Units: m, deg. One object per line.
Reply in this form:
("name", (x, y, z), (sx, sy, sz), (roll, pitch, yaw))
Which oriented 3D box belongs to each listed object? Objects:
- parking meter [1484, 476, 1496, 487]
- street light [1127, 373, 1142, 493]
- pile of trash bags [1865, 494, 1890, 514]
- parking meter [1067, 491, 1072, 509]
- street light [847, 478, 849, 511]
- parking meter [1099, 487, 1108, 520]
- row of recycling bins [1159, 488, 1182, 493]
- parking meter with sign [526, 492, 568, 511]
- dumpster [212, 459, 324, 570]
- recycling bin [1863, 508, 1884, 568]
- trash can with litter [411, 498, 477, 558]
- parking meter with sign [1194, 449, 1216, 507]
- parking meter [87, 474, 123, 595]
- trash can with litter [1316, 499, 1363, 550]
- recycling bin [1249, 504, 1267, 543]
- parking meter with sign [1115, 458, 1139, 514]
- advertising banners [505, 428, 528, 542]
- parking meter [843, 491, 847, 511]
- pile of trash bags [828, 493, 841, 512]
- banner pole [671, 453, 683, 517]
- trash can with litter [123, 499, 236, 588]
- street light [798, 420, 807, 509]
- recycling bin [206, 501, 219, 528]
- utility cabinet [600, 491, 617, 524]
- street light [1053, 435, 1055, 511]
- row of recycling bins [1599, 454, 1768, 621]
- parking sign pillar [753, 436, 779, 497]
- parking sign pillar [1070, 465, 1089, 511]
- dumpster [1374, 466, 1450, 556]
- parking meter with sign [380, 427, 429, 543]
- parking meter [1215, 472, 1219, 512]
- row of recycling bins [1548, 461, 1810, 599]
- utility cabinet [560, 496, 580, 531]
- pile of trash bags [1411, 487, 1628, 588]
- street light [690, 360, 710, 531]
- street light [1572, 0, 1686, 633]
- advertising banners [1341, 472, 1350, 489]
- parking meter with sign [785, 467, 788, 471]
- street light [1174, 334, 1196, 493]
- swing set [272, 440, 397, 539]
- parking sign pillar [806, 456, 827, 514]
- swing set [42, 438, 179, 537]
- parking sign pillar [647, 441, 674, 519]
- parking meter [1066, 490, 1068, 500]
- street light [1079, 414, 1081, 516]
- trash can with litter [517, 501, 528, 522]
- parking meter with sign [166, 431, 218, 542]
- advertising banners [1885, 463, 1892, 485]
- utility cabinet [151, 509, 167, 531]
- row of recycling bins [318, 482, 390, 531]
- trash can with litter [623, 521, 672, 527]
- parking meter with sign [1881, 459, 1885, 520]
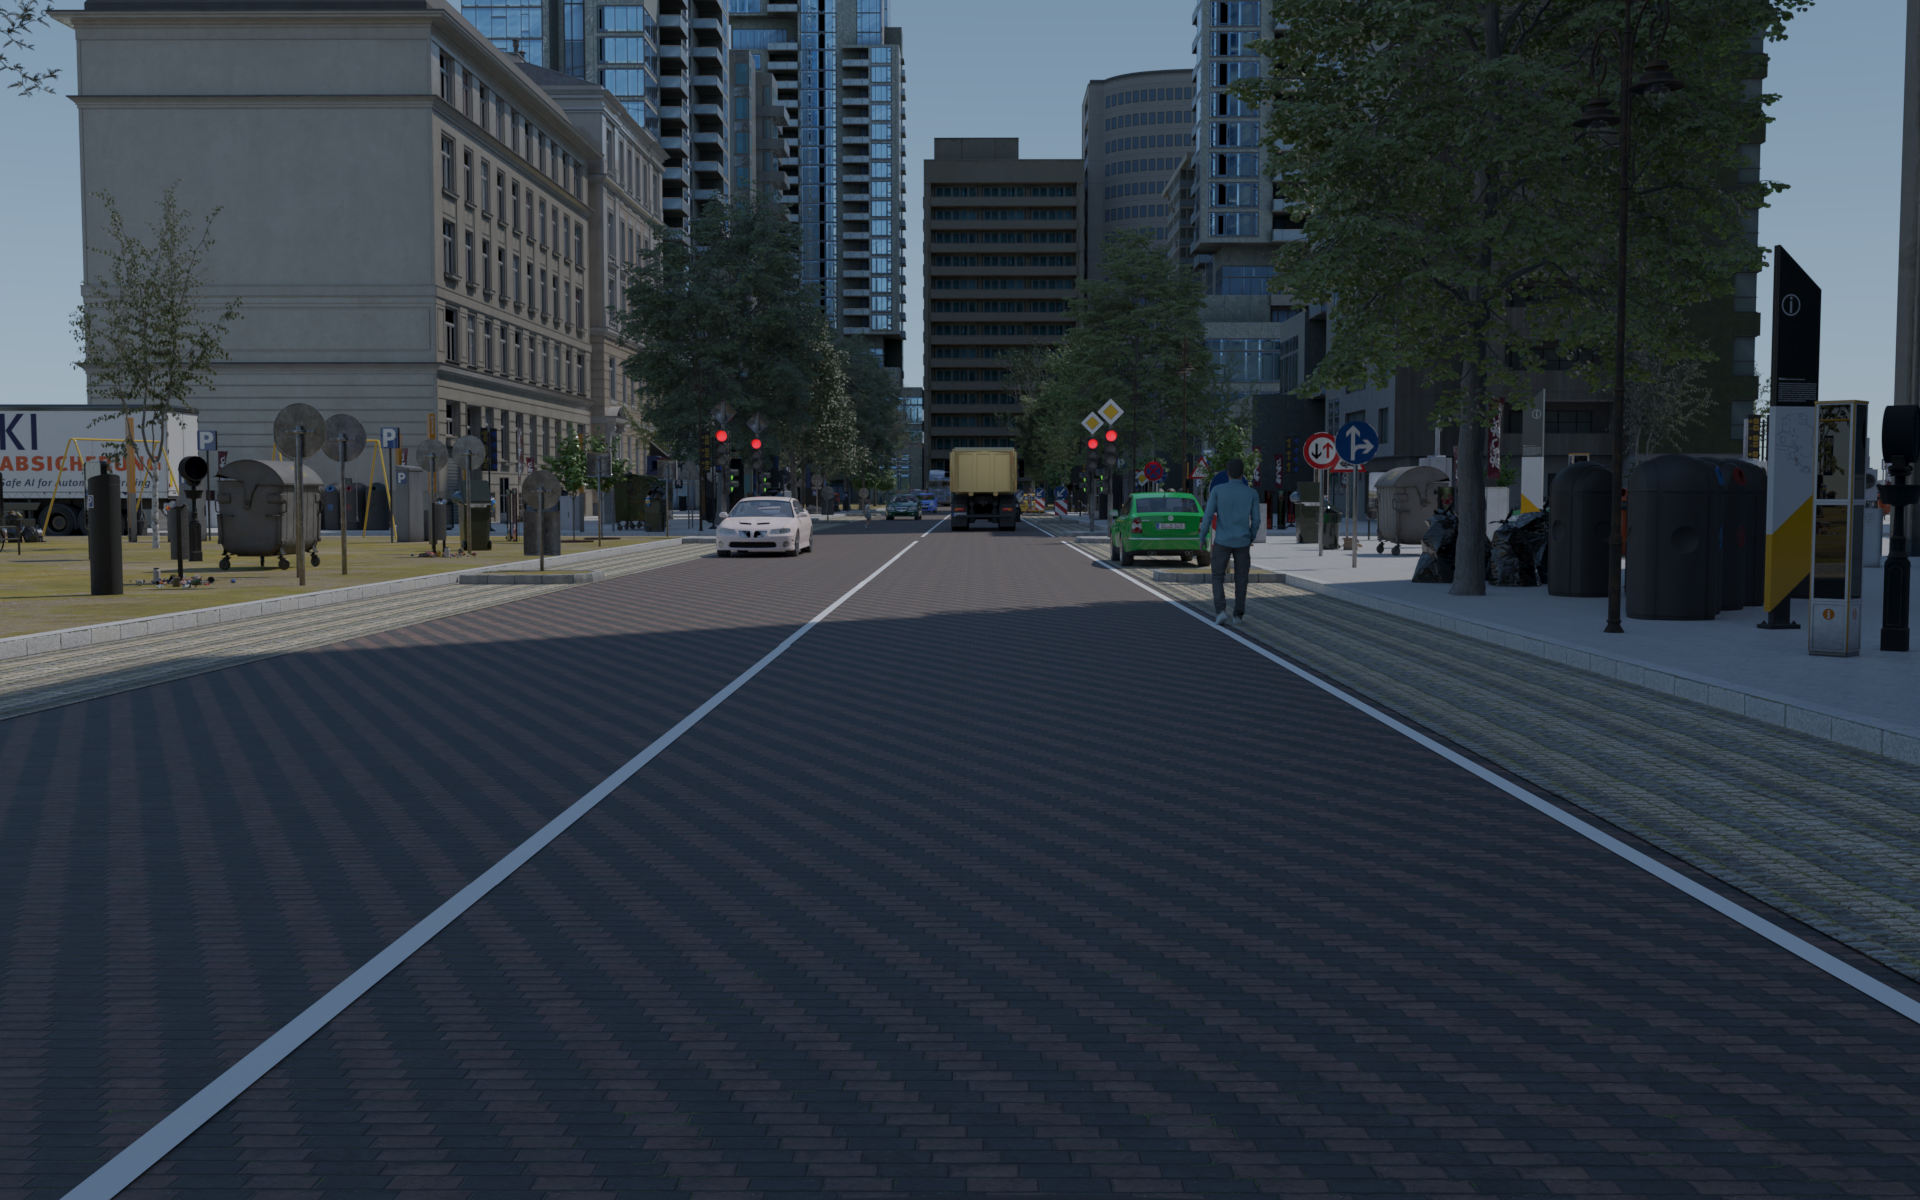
("parking meter", (15.702, -2.791, 51.351), (0.255, 1.863, 0.399), (0, 4, -4))
("street light", (6.586, -5.663, 65.377), (0.468, 5.910, 1.993), (0, 4, 1))
("pile of trash bags", (36.890, -3.747, 71.009), (3.447, 1.369, 1.912), (-2, 4, -24))
("parking meter", (7.840, -7.052, 123.709), (0.372, 1.533, 0.369), (0, 3, 0))
("street light", (-8.265, -9.472, 127.650), (0.468, 5.910, 1.993), (0, 4, 1))
("parking meter", (7.125, -4.917, 86.104), (0.399, 1.863, 0.255), (3, 5, 45))
("row of recycling bins", (14.990, -7.333, 127.007), (3.534, 1.692, 1.069), (2, 4, 25))
("parking meter with sign", (-16.413, -4.446, 68.954), (1.738, 3.016, 0.543), (1, 4, 10))
("dumpster", (-11.893, -1.472, 29.827), (1.264, 1.857, 1.865), (0, 4, 1))
("recycling bin", (15.883, -1.104, 30.611), (0.722, 1.027, 0.722), (2, 4, 31))
("trash can with litter", (-10.488, -1.509, 35.727), (1.678, 1.210, 2.233), (0, 4, 6))
("parking meter with sign", (9.279, -4.300, 66.572), (0.543, 3.016, 1.738), (2, 4, 26))
("parking meter", (-10.881, -0.834, 22.051), (0.372, 1.533, 0.369), (0, 3, 0))
("trash can with litter", (8.738, -1.742, 39.862), (1.055, 1.170, 0.624), (2, 4, 28))
("recycling bin", (7.657, -2.021, 45.593), (0.722, 1.027, 0.722), (0, 4, 1))
("parking meter with sign", (8.206, -5.316, 83.177), (0.543, 3.016, 1.738), (-2, 4, -33))
("advertising banners", (-11.989, -3.081, 46.569), (0.090, 3.025, 2.074), (-2, 4, -26))
("parking meter", (-8.752, -7.548, 131.817), (0.372, 1.533, 0.369), (0, 3, 0))
("pile of trash bags", (-9.431, -7.023, 124.574), (1.912, 1.369, 3.447), (1, 4, 18))
("banner pole", (-15.893, -6.540, 96.939), (0.863, 3.779, 0.401), (-2, 4, -28))
("trash can with litter", (-11.159, -0.822, 24.493), (1.678, 1.210, 2.233), (-1, 4, -23))
("street light", (-8.493, -7.397, 93.723), (0.468, 5.910, 1.993), (0, 4, 1))
("recycling bin", (-28.200, -3.247, 65.636), (0.722, 1.027, 0.722), (0, 4, 4))
("utility cabinet", (-14.943, -3.963, 73.471), (0.318, 1.500, 1.173), (1, 4, 15))
("street light", (7.300, -9.840, 133.672), (0.468, 5.910, 1.993), (0, 4, 1))
("row of recycling bins", (8.062, -0.725, 18.964), (1.069, 1.692, 3.534), (2, 4, 35))
("parking sign pillar", (-8.993, -5.482, 78.096), (1.447, 3.967, 1.447), (0, 4, 7))
("parking sign pillar", (8.978, -8.694, 130.621), (1.447, 3.967, 1.447), (2, 4, 24))
("dumpster", (9.565, -1.886, 36.592), (1.264, 1.857, 1.865), (0, 4, 1))
("parking meter with sign", (-14.629, -3.049, 46.114), (0.543, 3.016, 1.738), (1, 4, 19))
("parking meter", (6.857, -2.462, 45.959), (0.255, 1.863, 0.399), (1, 4, 13))
("row of recycling bins", (9.207, -0.885, 21.581), (3.534, 1.692, 1.069), (0, 4, 8))
("utility cabinet", (-13.826, -3.070, 61.355), (0.306, 1.237, 1.020), (-3, 4, -38))
("pile of trash bags", (8.101, -0.908, 24.591), (1.912, 1.369, 3.447), (-3, 4, -39))
("street light", (-8.971, -5.322, 59.798), (0.468, 5.910, 1.993), (0, 4, 1))
("street light", (6.060, -2.635, 15.874), (0.468, 5.910, 1.993), (0, 4, 1))
("advertising banners", (19.531, -5.406, 84.570), (2.074, 3.025, 0.090), (1, 4, 21))
("parking meter with sign", (-10.927, -6.907, 109.196), (0.543, 3.016, 1.738), (1, 4, 8))
("street light", (6.486, -4.729, 50.114), (0.468, 5.910, 1.993), (0, 4, 1))
("swing set", (-18.010, -3.148, 49.093), (3.119, 2.851, 2.862), (-3, 4, -37))
("parking sign pillar", (-9.196, -7.471, 110.621), (1.447, 3.967, 1.447), (1, 4, 22))
("swing set", (-24.052, -3.184, 49.674), (2.862, 2.851, 3.119), (2, 4, 26))
("parking sign pillar", (-15.242, -6.072, 87.745), (1.447, 3.967, 1.447), (2, 4, 29))
("parking meter", (8.205, -7.730, 132.096), (0.255, 1.863, 0.399), (1, 4, 9))
("street light", (6.929, -7.757, 99.614), (0.468, 5.910, 1.993), (0, 4, 1))
("trash can with litter", (-19.841, -4.158, 79.365), (0.624, 1.170, 1.055), (2, 4, 27))
("parking meter with sign", (-20.748, -3.088, 46.743), (0.543, 3.016, 1.738), (0, 4, 8))
("advertising banners", (36.023, -4.258, 65.809), (2.074, 3.025, 0.090), (0, 4, -3))
("utility cabinet", (-27.212, -3.121, 59.711), (1.173, 1.500, 0.318), (-3, 4, -38))
("row of recycling bins", (-21.815, -3.328, 61.520), (3.534, 1.692, 1.069), (1, 4, 18))
("trash can with litter", (-12.316, -3.475, 67.878), (2.233, 1.210, 1.678), (-2, 4, -26))
("parking meter with sign", (46.394, -5.457, 85.481), (1.738, 3.016, 0.543), (-1, 4, -12))
